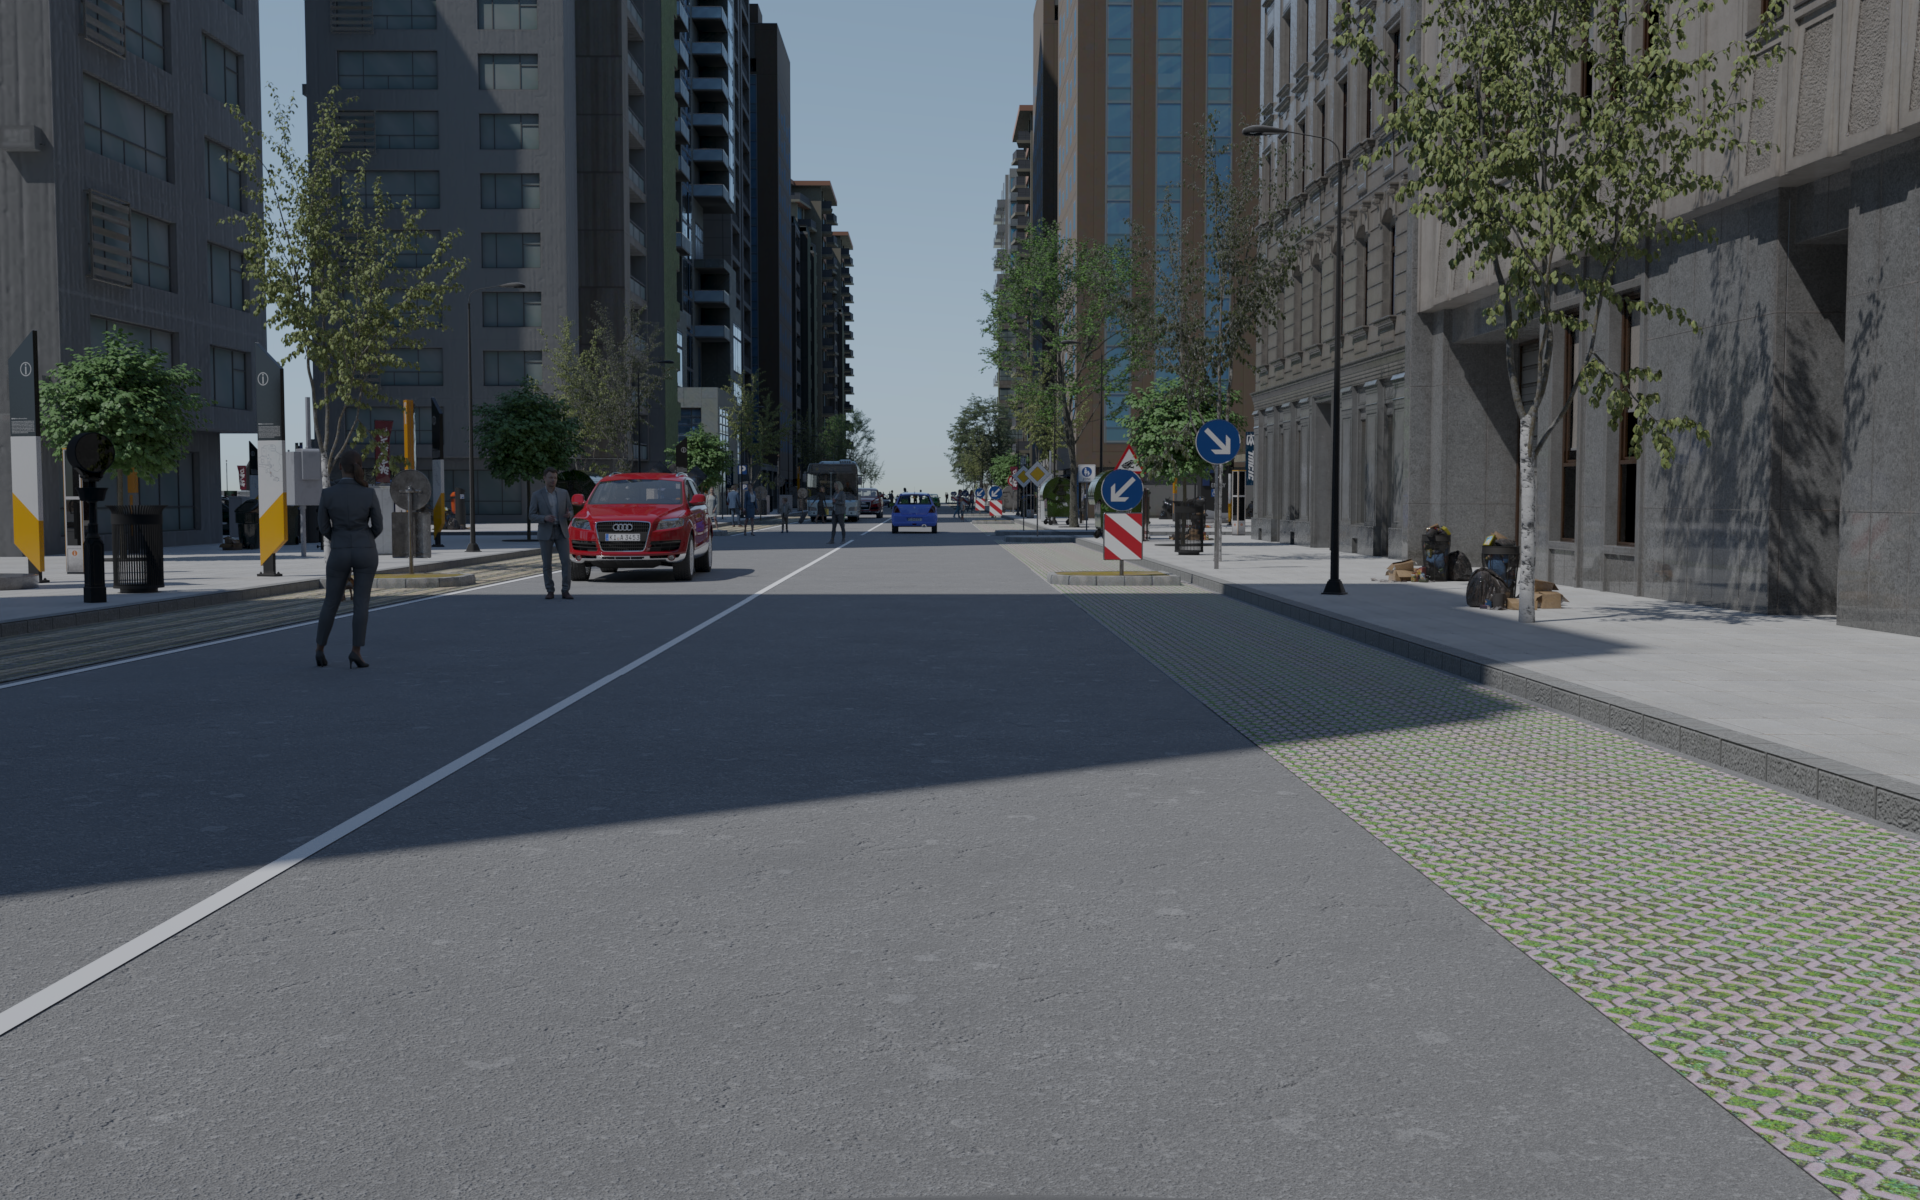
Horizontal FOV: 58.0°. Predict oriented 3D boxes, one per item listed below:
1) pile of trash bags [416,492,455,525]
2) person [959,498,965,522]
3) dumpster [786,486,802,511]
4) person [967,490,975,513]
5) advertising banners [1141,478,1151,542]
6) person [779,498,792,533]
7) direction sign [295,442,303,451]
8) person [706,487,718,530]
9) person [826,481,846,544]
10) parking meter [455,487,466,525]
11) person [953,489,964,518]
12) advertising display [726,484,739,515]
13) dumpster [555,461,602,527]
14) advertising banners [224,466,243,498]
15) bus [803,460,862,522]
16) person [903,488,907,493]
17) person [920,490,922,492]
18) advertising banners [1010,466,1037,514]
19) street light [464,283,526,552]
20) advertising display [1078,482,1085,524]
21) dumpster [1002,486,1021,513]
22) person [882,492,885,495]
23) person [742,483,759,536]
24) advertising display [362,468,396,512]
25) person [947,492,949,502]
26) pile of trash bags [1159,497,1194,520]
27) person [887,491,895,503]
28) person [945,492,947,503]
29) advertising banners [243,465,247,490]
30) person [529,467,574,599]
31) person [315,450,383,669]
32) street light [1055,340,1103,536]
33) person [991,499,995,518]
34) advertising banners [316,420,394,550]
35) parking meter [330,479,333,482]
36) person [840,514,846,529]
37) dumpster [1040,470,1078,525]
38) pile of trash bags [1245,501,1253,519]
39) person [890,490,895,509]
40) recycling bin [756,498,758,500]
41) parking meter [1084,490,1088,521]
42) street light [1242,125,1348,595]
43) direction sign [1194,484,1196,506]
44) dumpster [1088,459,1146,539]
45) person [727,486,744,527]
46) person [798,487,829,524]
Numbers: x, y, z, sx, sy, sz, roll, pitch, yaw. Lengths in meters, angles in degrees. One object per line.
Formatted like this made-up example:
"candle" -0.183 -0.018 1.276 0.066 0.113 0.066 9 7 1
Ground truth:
"pile of trash bags" -22.392 -3.828 72.337 3.447 1.369 1.912 -2 4 -34
"person" 0.108 -4.593 88.273 0.352 1.250 0.332 1 4 21
"dumpster" -12.344 -7.533 128.914 1.264 1.857 1.865 0 4 -1
"person" 0.764 -7.230 127.296 0.593 1.750 0.643 -1 4 -22
"advertising banners" 5.009 -3.099 46.862 0.090 3.025 2.074 1 4 13
"person" -6.434 -3.123 63.836 0.475 1.303 0.640 0 4 3
"direction sign" -28.998 -5.142 76.065 0.379 3.537 0.876 -3 5 -41
"person" -9.307 -3.399 65.071 0.512 1.701 0.522 0 4 -1
"person" -3.518 -2.514 49.780 0.526 1.800 0.537 -3 4 -36
"parking meter" -18.684 -3.447 64.775 0.372 1.533 0.369 0 3 0
"person" -0.097 -5.712 102.727 0.643 1.720 0.563 0 4 6
"advertising display" -13.906 -6.155 105.847 0.123 1.923 0.974 3 5 39
"dumpster" -11.141 -2.937 50.509 1.502 2.255 1.985 0 4 -1
"advertising banners" -27.771 -4.152 64.067 2.074 3.025 0.090 -1 4 -19
"bus" -6.628 -5.958 92.266 2.948 3.499 13.247 0 4 -3
"person" -3.043 -5.451 97.811 0.721 1.800 0.419 -1 4 -13
"person" -3.472 -9.056 156.437 0.599 1.838 0.709 0 4 1
"advertising banners" 4.201 -6.942 109.697 2.074 3.025 0.090 0 4 6
"street light" -10.241 -4.015 38.181 1.470 5.913 1.316 0 4 -1
"advertising display" 5.286 -4.286 75.283 0.123 1.923 0.974 1 4 13
"dumpster" 3.473 -6.813 117.158 1.264 1.857 1.865 0 4 -1
"person" -11.814 -15.791 266.819 1.348 1.807 0.705 0 4 3
"person" -7.231 -3.125 59.620 0.581 1.822 0.654 -1 4 -23
"advertising display" -14.410 -2.293 42.706 0.974 1.923 0.123 0 4 5
"person" -2.140 -17.433 294.450 0.530 1.710 0.541 -2 4 -29
"pile of trash bags" 11.644 -4.728 87.049 3.447 1.369 1.912 3 4 36
"person" -9.877 -14.387 243.804 1.350 1.814 0.705 0 4 -6
"person" -2.187 -16.695 282.288 0.721 1.723 1.217 2 4 25
"advertising banners" -42.893 -6.684 105.477 2.074 3.025 0.090 -1 4 -16
"person" -5.525 -0.910 23.573 0.606 1.804 0.583 -2 4 -30
"person" -5.058 -0.339 14.320 0.520 1.790 0.573 -2 4 -29
"street light" 3.735 -4.884 52.395 1.470 5.913 1.316 0 4 -1
"person" 1.987 -5.595 104.643 0.373 1.253 0.362 -2 4 -35
"advertising banners" -14.055 -2.700 40.328 0.090 3.025 2.074 3 4 37
"parking meter" -25.059 -3.861 68.838 0.255 1.863 0.399 -2 4 -29
"person" -4.800 -3.564 71.016 0.306 1.304 0.590 1 4 16
"dumpster" 4.106 -4.234 71.715 1.502 2.255 1.985 0 4 -1
"pile of trash bags" 14.658 -4.854 89.113 1.912 1.369 3.447 -2 4 -26
"person" -6.430 -9.559 164.789 0.705 1.824 1.348 -1 4 -14
"recycling bin" -13.489 -6.063 111.678 0.722 1.027 0.722 -2 4 -28
"parking meter" 6.020 -4.608 83.756 0.372 1.533 0.369 0 3 0
"street light" 4.252 -3.025 21.993 1.470 5.913 1.316 0 4 -1
"direction sign" 8.500 -4.317 62.586 0.379 3.537 0.876 -1 4 -13
"dumpster" 4.453 -2.847 49.043 1.502 2.255 1.985 0 4 -1
"person" -9.735 -4.055 74.982 0.721 1.800 0.419 1 4 17
"person" -7.110 -4.615 84.171 1.509 1.804 0.699 -1 4 -13
